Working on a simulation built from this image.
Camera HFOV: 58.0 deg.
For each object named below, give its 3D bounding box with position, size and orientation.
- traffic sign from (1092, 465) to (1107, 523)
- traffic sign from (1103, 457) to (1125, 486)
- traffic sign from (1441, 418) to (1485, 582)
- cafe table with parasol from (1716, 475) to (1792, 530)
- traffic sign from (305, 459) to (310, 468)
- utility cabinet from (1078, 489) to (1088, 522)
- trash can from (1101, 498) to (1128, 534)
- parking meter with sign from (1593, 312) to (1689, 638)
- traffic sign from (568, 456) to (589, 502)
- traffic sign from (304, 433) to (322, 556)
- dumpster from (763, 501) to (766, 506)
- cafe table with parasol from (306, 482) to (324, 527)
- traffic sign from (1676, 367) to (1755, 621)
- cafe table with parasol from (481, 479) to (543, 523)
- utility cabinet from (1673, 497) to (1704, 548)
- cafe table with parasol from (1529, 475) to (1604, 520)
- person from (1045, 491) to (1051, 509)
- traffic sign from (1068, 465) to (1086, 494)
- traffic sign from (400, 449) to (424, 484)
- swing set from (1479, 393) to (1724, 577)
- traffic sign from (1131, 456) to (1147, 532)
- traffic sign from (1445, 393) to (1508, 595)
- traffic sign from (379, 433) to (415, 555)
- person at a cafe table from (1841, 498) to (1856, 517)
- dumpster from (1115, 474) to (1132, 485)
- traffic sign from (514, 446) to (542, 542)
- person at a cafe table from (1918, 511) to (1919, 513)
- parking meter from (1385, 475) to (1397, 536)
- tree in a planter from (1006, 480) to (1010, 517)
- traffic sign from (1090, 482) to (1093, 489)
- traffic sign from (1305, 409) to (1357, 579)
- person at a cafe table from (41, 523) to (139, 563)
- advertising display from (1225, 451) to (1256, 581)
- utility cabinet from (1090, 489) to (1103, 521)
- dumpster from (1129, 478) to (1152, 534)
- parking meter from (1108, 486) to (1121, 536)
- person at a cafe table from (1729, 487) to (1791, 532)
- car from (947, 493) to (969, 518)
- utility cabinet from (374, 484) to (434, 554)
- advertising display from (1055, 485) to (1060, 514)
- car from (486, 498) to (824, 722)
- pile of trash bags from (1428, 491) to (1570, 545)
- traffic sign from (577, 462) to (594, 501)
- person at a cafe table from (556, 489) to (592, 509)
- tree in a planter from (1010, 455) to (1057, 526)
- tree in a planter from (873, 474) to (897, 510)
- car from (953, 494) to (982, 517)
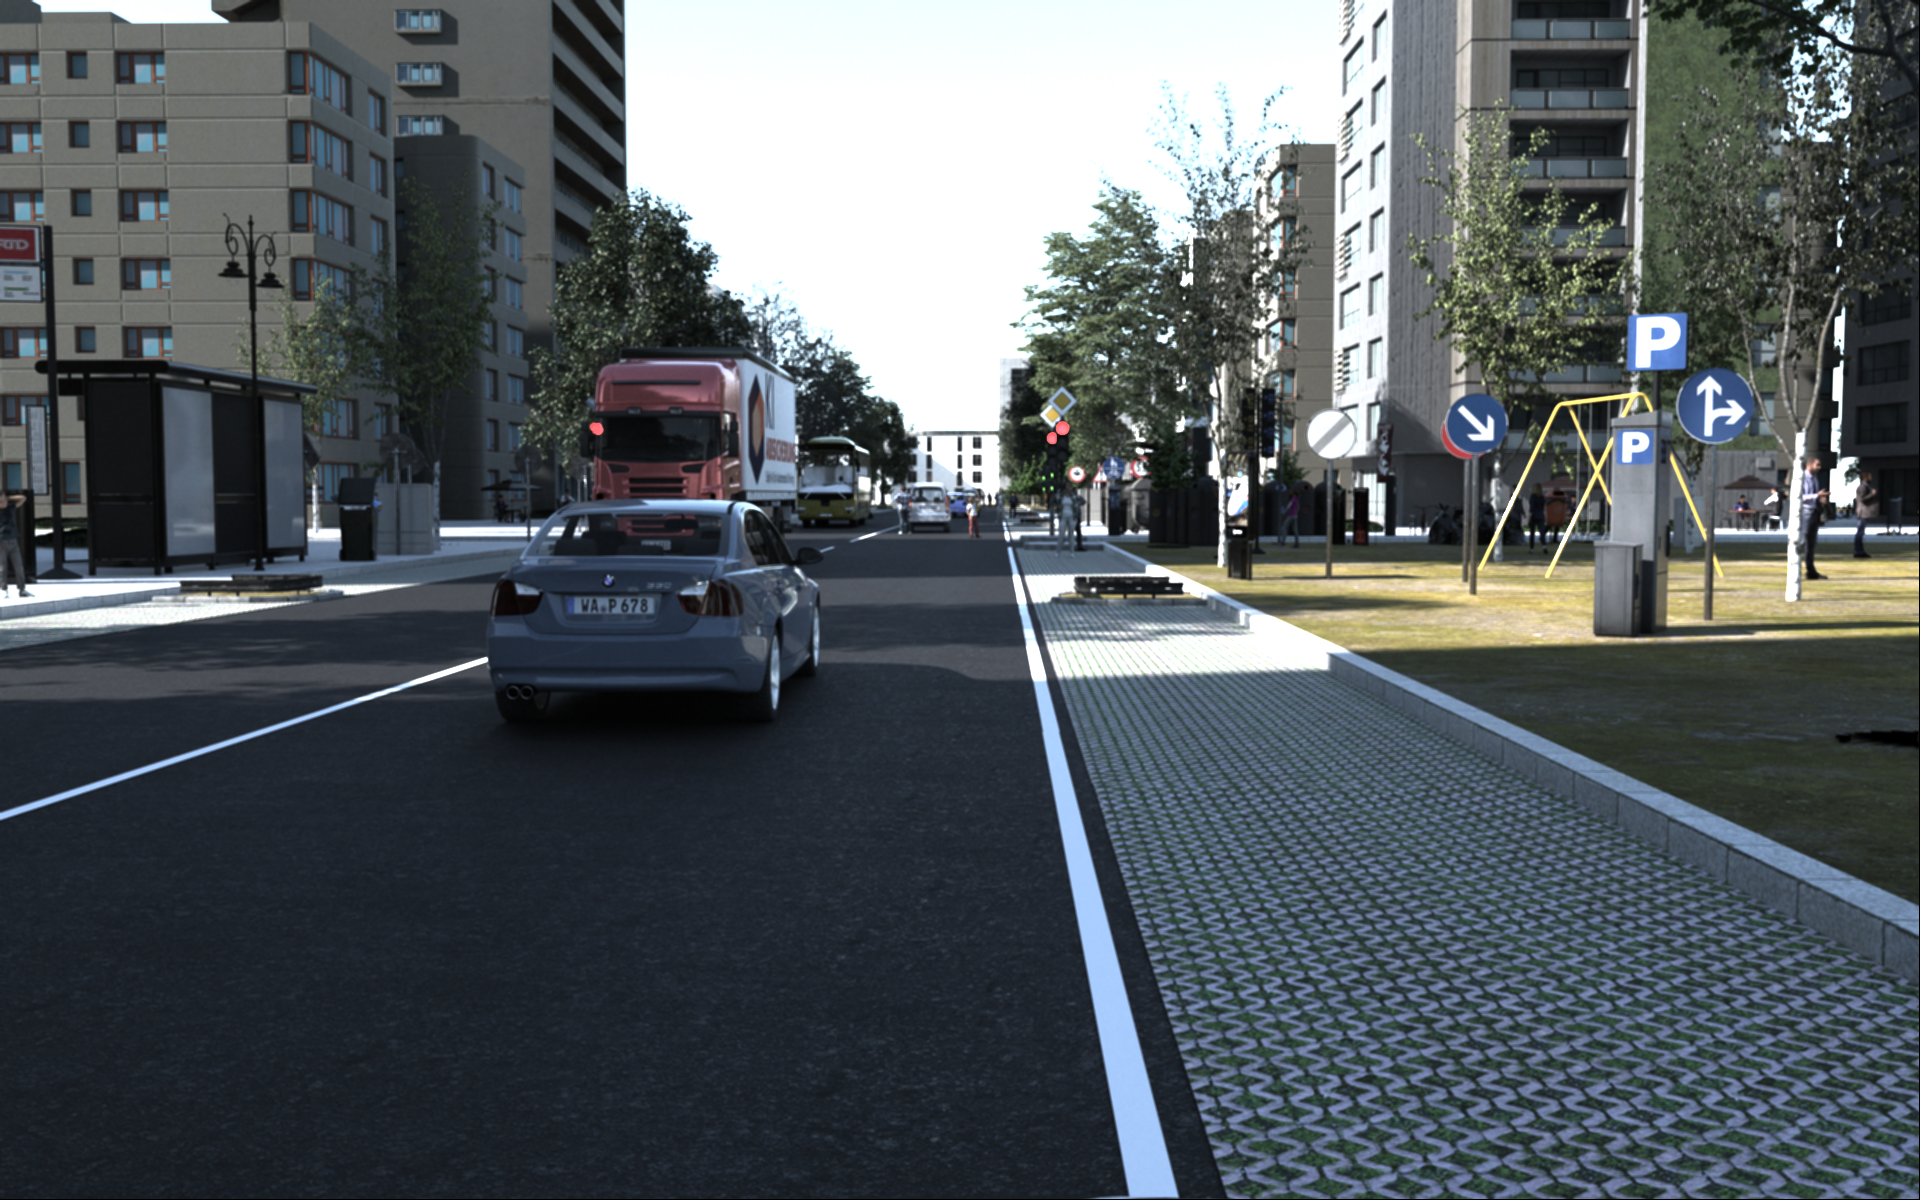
[{"bbox_3d":[6.306,-4.723,77.222,0.884,2.594,0.081,1,4,10],"label":"traffic sign"},{"bbox_3d":[5.219,-3.592,58.840,0.768,2.556,0.104,0,4,2],"label":"traffic sign"},{"bbox_3d":[7.355,-1.531,25.133,0.768,2.556,0.104,0,4,8],"label":"traffic sign"},{"bbox_3d":[28.276,-3.503,62.136,2.610,1.966,2.610,-1,4,-18],"label":"cafe table with parasol"},{"bbox_3d":[-13.830,-2.185,35.722,0.884,2.594,0.081,0,4,6],"label":"traffic sign"},{"bbox_3d":[5.464,-4.324,79.384,0.318,1.500,1.173,1,4,16],"label":"utility cabinet"},{"bbox_3d":[5.023,-2.666,55.245,0.748,1.137,0.748,0,3,0],"label":"trash can"},{"bbox_3d":[6.321,-1.216,16.139,0.543,3.016,1.738,2,4,32],"label":"parking meter with sign"},{"bbox_3d":[-12.581,-3.494,57.235,0.768,2.556,0.104,0,4,2],"label":"traffic sign"},{"bbox_3d":[-13.619,-2.195,35.987,0.768,2.556,0.104,1,4,10],"label":"traffic sign"},{"bbox_3d":[-11.694,-6.102,105.522,1.264,1.857,1.865,0,4,1],"label":"dumpster"},{"bbox_3d":[-24.398,-3.533,62.625,2.610,1.966,2.610,0,4,-7],"label":"cafe table with parasol"},{"bbox_3d":[7.600,-1.065,17.518,0.768,2.556,0.104,0,4,3],"label":"traffic sign"},{"bbox_3d":[-19.842,-4.395,76.719,2.610,1.966,2.610,0,4,2],"label":"cafe table with parasol"},{"bbox_3d":[17.632,-1.883,41.952,1.020,1.237,0.306,-3,5,-43],"label":"utility cabinet"},{"bbox_3d":[21.768,-3.503,62.141,2.610,1.966,2.610,1,4,15],"label":"cafe table with parasol"},{"bbox_3d":[7.445,-8.559,145.950,0.705,1.831,1.348,1,4,16],"label":"person"},{"bbox_3d":[5.078,-4.590,75.160,0.768,2.556,0.104,0,4,4],"label":"traffic sign"},{"bbox_3d":[-14.688,-2.823,46.257,0.768,2.556,0.104,0,4,5],"label":"traffic sign"},{"bbox_3d":[10.388,-1.879,28.338,2.862,2.851,3.119,0,4,-4],"label":"swing set"},{"bbox_3d":[6.142,-3.564,58.373,0.768,2.556,0.104,0,4,6],"label":"traffic sign"},{"bbox_3d":[6.546,-1.340,22.021,0.768,2.556,0.104,1,4,9],"label":"traffic sign"},{"bbox_3d":[-11.744,-2.204,36.139,0.768,2.556,0.104,0,4,4],"label":"traffic sign"},{"bbox_3d":[50.507,-5.292,97.390,1.698,1.238,1.726,2,4,32],"label":"person at a cafe table"},{"bbox_3d":[8.211,-5.075,85.472,1.502,2.255,1.985,0,4,1],"label":"dumpster"},{"bbox_3d":[-11.446,-2.802,45.920,0.768,2.556,0.104,0,4,6],"label":"traffic sign"},{"bbox_3d":[31.820,-2.747,55.777,1.698,1.238,1.726,3,5,42],"label":"person at a cafe table"},{"bbox_3d":[13.165,-2.889,52.942,0.255,1.863,0.399,2,4,30],"label":"parking meter"},{"bbox_3d":[3.991,-6.634,105.695,1.991,3.239,1.994,0,4,1],"label":"tree in a planter"},{"bbox_3d":[9.721,-7.858,128.478,0.884,2.594,0.081,0,4,8],"label":"traffic sign"},{"bbox_3d":[5.544,-1.581,25.962,0.768,2.556,0.104,0,4,2],"label":"traffic sign"},{"bbox_3d":[-16.086,-1.348,32.903,1.698,1.238,1.726,1,4,14],"label":"person at a cafe table"},{"bbox_3d":[4.222,-1.276,26.083,0.123,1.923,0.974,-1,4,-11],"label":"advertising display"},{"bbox_3d":[6.427,-4.470,81.765,1.173,1.500,0.318,0,4,0],"label":"utility cabinet"},{"bbox_3d":[6.215,-3.103,56.491,1.264,1.857,1.865,0,4,1],"label":"dumpster"},{"bbox_3d":[4.739,-2.736,53.140,0.372,1.533,0.369,0,3,0],"label":"parking meter"},{"bbox_3d":[27.267,-3.063,58.594,1.698,1.524,1.622,-2,4,-33],"label":"person at a cafe table"},{"bbox_3d":[-0.321,-5.956,106.973,1.945,1.707,3.694,0,4,1],"label":"car"},{"bbox_3d":[-11.750,-1.705,36.562,1.173,1.500,0.318,0,4,3],"label":"utility cabinet"},{"bbox_3d":[6.211,-6.383,109.571,0.123,1.923,0.974,2,4,35],"label":"advertising display"},{"bbox_3d":[-2.007,-0.011,12.188,2.014,1.417,4.499,0,4,1],"label":"car"},{"bbox_3d":[13.798,-2.100,44.093,3.447,1.369,1.912,0,4,-5],"label":"pile of trash bags"},{"bbox_3d":[-11.987,-3.266,55.532,0.606,2.300,0.079,0,4,6],"label":"traffic sign"},{"bbox_3d":[-18.326,-4.490,81.931,1.622,1.524,1.698,2,4,26],"label":"person at a cafe table"},{"bbox_3d":[3.394,-4.981,78.667,1.991,3.239,1.994,0,4,1],"label":"tree in a planter"},{"bbox_3d":[-6.705,-9.655,155.081,1.991,3.239,1.994,0,4,1],"label":"tree in a planter"},{"bbox_3d":[0.396,-6.178,111.241,2.015,1.641,3.980,0,4,0],"label":"car"}]
